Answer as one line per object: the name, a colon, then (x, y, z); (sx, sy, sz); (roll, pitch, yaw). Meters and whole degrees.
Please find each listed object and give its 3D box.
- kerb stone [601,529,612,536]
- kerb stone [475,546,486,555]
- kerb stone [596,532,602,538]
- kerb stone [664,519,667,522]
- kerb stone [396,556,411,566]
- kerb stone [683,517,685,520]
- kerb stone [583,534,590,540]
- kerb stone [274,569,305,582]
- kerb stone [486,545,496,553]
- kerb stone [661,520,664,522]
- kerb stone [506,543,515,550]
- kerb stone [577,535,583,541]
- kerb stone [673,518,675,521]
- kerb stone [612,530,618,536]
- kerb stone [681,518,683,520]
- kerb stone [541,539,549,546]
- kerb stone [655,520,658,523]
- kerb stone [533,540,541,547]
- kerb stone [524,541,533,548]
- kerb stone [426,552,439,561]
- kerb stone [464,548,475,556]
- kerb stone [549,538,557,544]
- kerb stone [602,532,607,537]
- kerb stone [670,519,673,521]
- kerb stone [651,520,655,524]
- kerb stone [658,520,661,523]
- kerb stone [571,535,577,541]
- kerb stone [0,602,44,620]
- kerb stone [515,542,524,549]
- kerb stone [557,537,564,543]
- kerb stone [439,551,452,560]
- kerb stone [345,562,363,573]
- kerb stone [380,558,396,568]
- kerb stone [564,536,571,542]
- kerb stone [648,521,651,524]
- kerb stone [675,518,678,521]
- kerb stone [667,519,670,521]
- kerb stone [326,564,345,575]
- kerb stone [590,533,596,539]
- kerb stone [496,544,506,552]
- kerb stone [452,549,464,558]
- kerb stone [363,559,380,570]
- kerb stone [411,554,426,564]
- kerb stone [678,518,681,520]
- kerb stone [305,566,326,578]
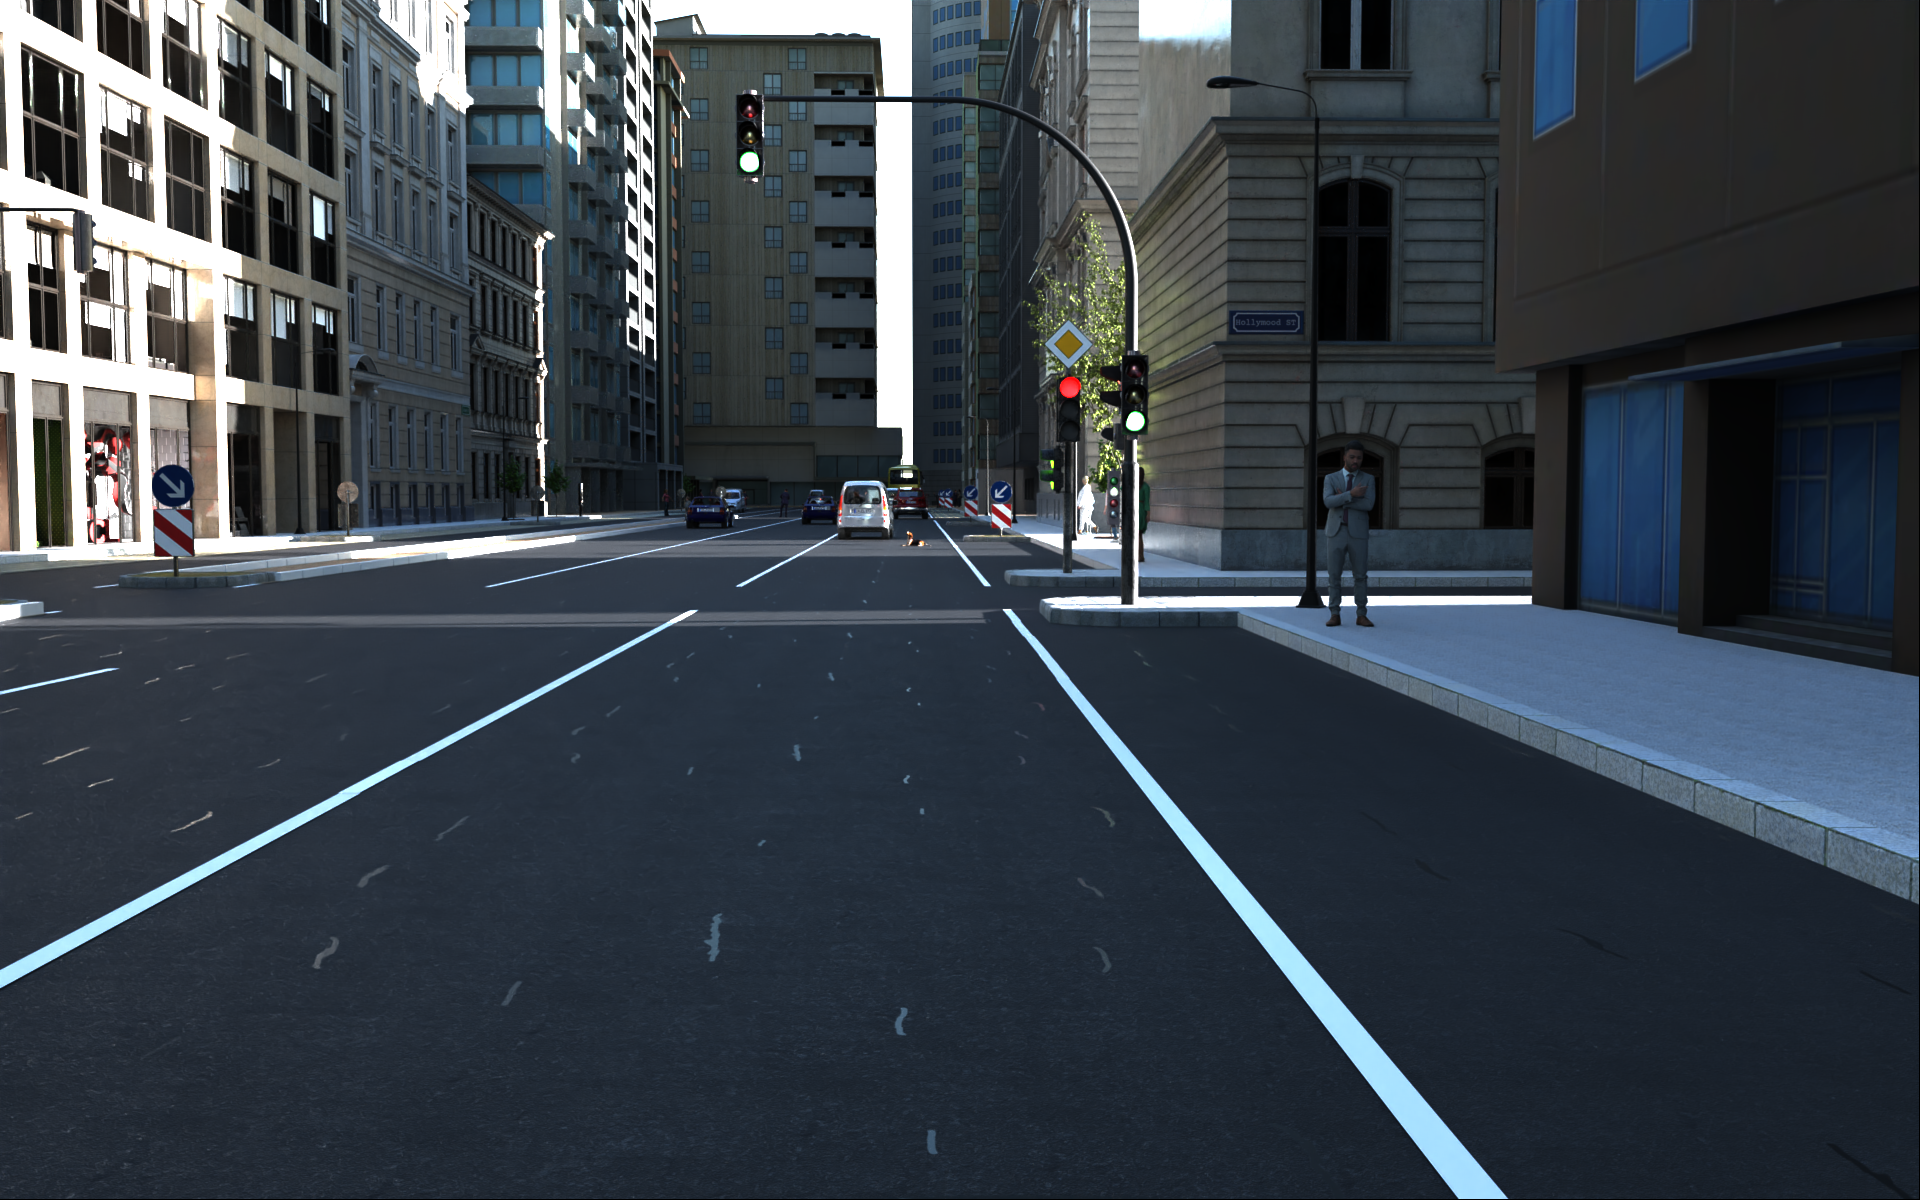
kerb stone: (-12.000, -2.226, 58.597); (0.120, 0.150, 1.000); (0, 4, -2)
kerb stone: (-11.518, -1.157, 41.169); (0.120, 0.150, 1.000); (0, 4, -2)
kerb stone: (-11.934, -2.101, 56.540); (0.120, 0.150, 1.000); (0, 4, -2)
kerb stone: (-14.845, -3.910, 86.185); (0.120, 0.150, 1.000); (0, 4, -2)
kerb stone: (-11.350, -0.783, 34.996); (0.120, 0.150, 1.000); (0, 4, -2)
kerb stone: (-15.039, -4.351, 93.358); (0.120, 0.150, 1.000); (0, 4, -2)
kerb stone: (-11.876, -1.976, 54.496); (0.120, 0.150, 1.000); (0, 4, -2)
kerb stone: (-11.186, -0.400, 28.841); (0.120, 0.150, 1.000); (0, 4, -2)
kerb stone: (-11.547, -1.223, 42.191); (0.120, 0.150, 1.000); (0, 4, -2)
kerb stone: (-14.818, -3.850, 85.163); (0.120, 0.150, 1.000); (0, 4, -2)
kerb stone: (-11.605, -1.348, 44.238); (0.120, 0.150, 1.000); (0, 4, -2)
kerb stone: (-11.859, -1.910, 53.474); (0.120, 0.150, 1.000); (0, 4, -2)
kerb stone: (-14.931, -4.101, 89.253); (0.120, 0.150, 1.000); (0, 4, -2)
kerb stone: (-12.014, -2.287, 59.619); (0.120, 0.150, 1.000); (0, 4, -2)
kerb stone: (-15.011, -4.290, 92.336); (0.120, 0.150, 1.000); (0, 4, -2)
kerb stone: (-11.711, -1.600, 48.351); (0.120, 0.150, 1.000); (0, 4, -2)
kerb stone: (-14.754, -3.726, 83.108); (0.120, 0.150, 1.000); (0, 4, -2)
kerb stone: (-11.683, -1.532, 47.315); (0.120, 0.150, 1.000); (0, 4, -2)
kerb stone: (-11.654, -1.471, 46.293); (0.120, 0.150, 1.000); (0, 4, -2)
kerb stone: (-11.406, -0.909, 37.065); (0.120, 0.150, 1.000); (0, 4, -2)
kerb stone: (-11.491, -1.098, 40.147); (0.120, 0.150, 1.000); (0, 4, -2)
kerb stone: (-11.738, -1.662, 49.375); (0.120, 0.150, 1.000); (0, 4, -2)
kerb stone: (-11.965, -2.163, 57.567); (0.120, 0.150, 1.000); (0, 4, -2)
kerb stone: (-14.895, -4.039, 88.232); (0.120, 0.150, 1.000); (0, 4, -2)
kerb stone: (-14.723, -3.659, 82.087); (0.120, 0.150, 1.000); (0, 4, -2)
kerb stone: (-14.784, -3.789, 84.142); (0.120, 0.150, 1.000); (0, 4, -2)
kerb stone: (-11.825, -1.850, 52.448); (0.120, 0.150, 1.000); (0, 4, -2)
kerb stone: (-10.950, 0.128, 20.106); (0.120, 0.150, 1.000); (0, 4, -2)
kerb stone: (-11.625, -1.407, 45.266); (0.120, 0.150, 1.000); (0, 4, -2)
kerb stone: (-11.766, -1.725, 50.397); (0.120, 0.150, 1.000); (0, 4, -2)
kerb stone: (-11.429, -0.971, 38.093); (0.120, 0.150, 1.000); (0, 4, -2)
kerb stone: (-11.267, -0.594, 31.914); (0.120, 0.150, 1.000); (0, 4, -2)
kerb stone: (-11.325, -0.719, 33.963); (0.120, 0.150, 1.000); (0, 4, -2)
kerb stone: (-11.796, -1.788, 51.425); (0.120, 0.150, 1.000); (0, 4, -2)
kerb stone: (-14.702, -3.600, 81.060); (0.120, 0.150, 1.000); (0, 4, -2)
kerb stone: (-14.948, -4.163, 90.290); (0.120, 0.150, 1.000); (0, 4, -2)
kerb stone: (-14.876, -3.976, 87.207); (0.120, 0.150, 1.000); (0, 4, -2)
kerb stone: (-11.242, -0.532, 30.888); (0.120, 0.150, 1.000); (0, 4, -2)
kerb stone: (-11.907, -2.036, 55.518); (0.120, 0.150, 1.000); (0, 4, -2)
kerb stone: (-11.580, -1.286, 43.216); (0.120, 0.150, 1.000); (0, 4, -2)
kerb stone: (-11.462, -1.030, 39.115); (0.120, 0.150, 1.000); (0, 4, -2)
kerb stone: (-11.290, -0.655, 32.937); (0.120, 0.150, 1.000); (0, 4, -2)
kerb stone: (-11.375, -0.846, 36.032); (0.120, 0.150, 1.000); (0, 4, -2)
kerb stone: (-14.983, -4.227, 91.315); (0.120, 0.150, 1.000); (0, 4, -2)
kerb stone: (-11.211, -0.464, 29.862); (0.120, 0.150, 1.000); (0, 4, -2)
